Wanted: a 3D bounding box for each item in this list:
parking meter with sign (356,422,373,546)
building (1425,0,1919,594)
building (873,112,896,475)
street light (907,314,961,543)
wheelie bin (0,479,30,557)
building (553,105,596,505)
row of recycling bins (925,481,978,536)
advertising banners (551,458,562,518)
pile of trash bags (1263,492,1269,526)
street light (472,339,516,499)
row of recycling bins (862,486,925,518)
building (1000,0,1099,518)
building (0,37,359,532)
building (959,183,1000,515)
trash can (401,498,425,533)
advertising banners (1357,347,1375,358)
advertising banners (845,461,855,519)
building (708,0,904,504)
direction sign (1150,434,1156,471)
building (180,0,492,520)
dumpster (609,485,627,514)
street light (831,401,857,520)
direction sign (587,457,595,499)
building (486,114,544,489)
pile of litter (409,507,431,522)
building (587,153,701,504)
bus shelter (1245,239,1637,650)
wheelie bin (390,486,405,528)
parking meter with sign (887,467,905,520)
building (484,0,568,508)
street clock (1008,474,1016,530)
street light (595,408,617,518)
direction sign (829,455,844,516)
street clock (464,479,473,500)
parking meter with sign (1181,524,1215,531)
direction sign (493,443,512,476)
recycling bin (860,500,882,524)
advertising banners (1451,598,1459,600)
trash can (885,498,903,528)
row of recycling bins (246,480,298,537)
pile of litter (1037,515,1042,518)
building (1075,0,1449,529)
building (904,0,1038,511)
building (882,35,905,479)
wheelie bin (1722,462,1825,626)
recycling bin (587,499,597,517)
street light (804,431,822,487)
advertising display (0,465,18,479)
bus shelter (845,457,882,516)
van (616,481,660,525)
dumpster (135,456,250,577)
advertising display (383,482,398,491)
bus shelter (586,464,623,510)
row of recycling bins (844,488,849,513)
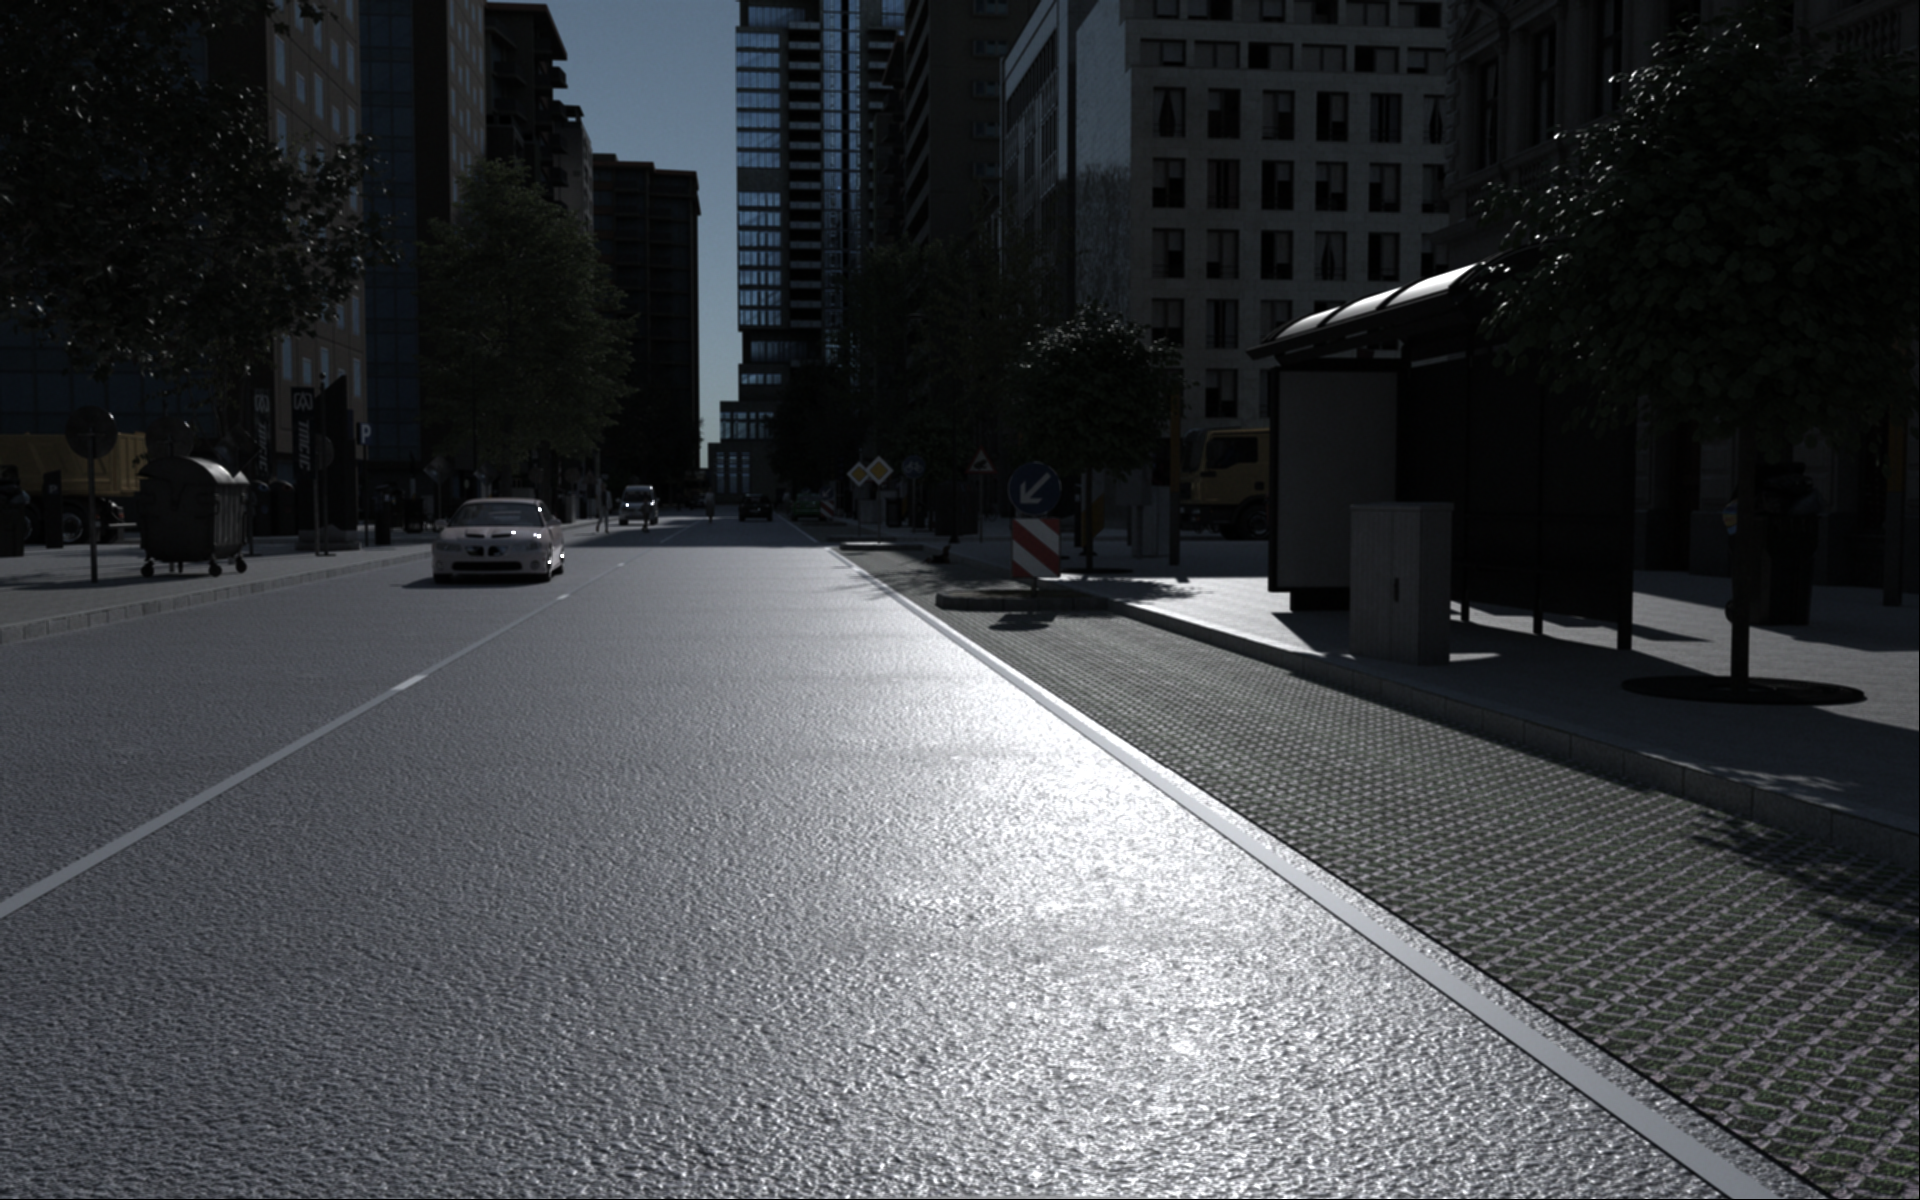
[{"bbox_3d":[-15.323,-2.829,42.509,1.738,3.016,0.543,1,4,14],"label":"parking meter with sign"},{"bbox_3d":[16.265,-12.184,28.095,11.050,23.489,19.941,0,4,-7],"label":"building"},{"bbox_3d":[-2.589,-30.951,189.641,14.154,41.232,14.086,0,4,-7],"label":"building"},{"bbox_3d":[-0.681,-4.428,44.940,1.470,5.913,1.316,0,4,-7],"label":"street light"},{"bbox_3d":[-19.529,-1.685,35.461,0.693,1.594,0.980,3,5,41],"label":"wheelie bin"},{"bbox_3d":[-46.178,-30.594,183.813,14.086,41.232,14.154,0,4,-7],"label":"building"},{"bbox_3d":[-0.135,-2.892,54.403,1.069,1.692,3.534,1,4,11],"label":"row of recycling bins"},{"bbox_3d":[-19.662,-5.389,84.299,0.090,3.025,2.074,-2,4,-27],"label":"advertising banners"},{"bbox_3d":[8.939,-2.058,43.409,3.447,1.369,1.912,-3,4,-36],"label":"pile of trash bags"},{"bbox_3d":[-13.974,-4.850,51.835,1.470,5.913,1.316,0,4,-7],"label":"street light"},{"bbox_3d":[-3.525,-5.290,93.600,3.534,1.692,1.069,-1,4,-13],"label":"row of recycling bins"},{"bbox_3d":[9.347,-16.324,84.923,12.078,24.808,19.932,0,4,-7],"label":"building"},{"bbox_3d":[-30.605,-25.250,62.953,14.600,45.320,14.200,0,4,-7],"label":"building"},{"bbox_3d":[7.339,-17.925,112.162,14.460,24.649,34.723,0,4,-7],"label":"building"},{"bbox_3d":[-17.898,-2.757,56.723,0.748,1.137,0.748,0,3,0],"label":"trash can"},{"bbox_3d":[4.422,-1.470,20.218,0.090,3.025,2.074,2,4,35],"label":"advertising banners"},{"bbox_3d":[-5.780,-5.835,91.594,0.090,3.025,2.074,1,4,10],"label":"advertising banners"},{"bbox_3d":[-17.625,-55.997,228.214,31.000,86.520,22.319,0,4,-7],"label":"building"},{"bbox_3d":[6.358,-4.016,57.664,0.379,3.537,0.876,2,4,25],"label":"direction sign"},{"bbox_3d":[-36.331,-27.707,103.120,14.600,45.320,14.200,0,4,-7],"label":"building"},{"bbox_3d":[-25.017,-7.492,124.995,1.502,2.255,1.985,0,4,-7],"label":"dumpster"},{"bbox_3d":[-5.714,-6.943,86.067,1.470,5.913,1.316,0,4,-7],"label":"street light"},{"bbox_3d":[-22.703,-7.006,106.551,0.379,3.537,0.876,1,4,19],"label":"direction sign"},{"bbox_3d":[-39.521,-22.000,131.406,14.160,30.474,14.107,0,4,-7],"label":"building"},{"bbox_3d":[-24.937,-3.989,79.186,1.719,0.858,1.176,0,4,-2],"label":"pile of litter"},{"bbox_3d":[-48.320,-34.898,225.206,28.867,44.769,22.147,0,4,-7],"label":"building"},{"bbox_3d":[4.484,-1.384,16.546,2.014,3.302,5.546,0,4,-7],"label":"bus shelter"},{"bbox_3d":[-21.541,-3.560,66.118,0.693,1.594,0.980,-2,4,-27],"label":"wheelie bin"},{"bbox_3d":[-3.260,-5.552,87.032,0.543,3.016,1.738,-2,4,-28],"label":"parking meter with sign"},{"bbox_3d":[-46.381,-30.458,152.605,22.147,44.769,28.867,0,4,-7],"label":"building"},{"bbox_3d":[1.895,-3.514,62.019,0.358,2.002,0.471,-1,4,-13],"label":"street clock"},{"bbox_3d":[-18.927,-7.373,93.092,1.470,5.913,1.316,0,4,-7],"label":"street light"},{"bbox_3d":[-7.245,-6.689,101.367,0.876,3.537,0.379,0,4,-2],"label":"direction sign"},{"bbox_3d":[-23.656,-4.823,83.425,0.471,2.002,0.358,3,5,42],"label":"street clock"},{"bbox_3d":[8.103,-3.941,60.696,1.738,3.016,0.543,0,4,1],"label":"parking meter with sign"},{"bbox_3d":[-20.210,-5.173,76.575,0.379,3.537,0.876,3,5,43],"label":"direction sign"},{"bbox_3d":[-3.863,-3.817,74.962,0.722,1.027,0.722,3,4,38],"label":"recycling bin"},{"bbox_3d":[6.127,-1.507,20.828,2.074,3.025,0.090,1,4,14],"label":"advertising banners"},{"bbox_3d":[-2.532,-3.348,66.396,0.748,1.137,0.748,0,3,0],"label":"trash can"},{"bbox_3d":[-21.093,-2.795,52.817,1.069,1.692,3.534,2,4,28],"label":"row of recycling bins"},{"bbox_3d":[2.960,-3.453,70.420,1.176,0.858,1.719,-1,4,-19],"label":"pile of litter"},{"bbox_3d":[13.779,-13.034,67.865,16.860,20.320,10.420,0,4,-7],"label":"building"},{"bbox_3d":[7.044,-31.652,141.211,21.300,48.544,21.600,0,4,-7],"label":"building"},{"bbox_3d":[3.975,-31.322,166.745,22.147,44.769,28.867,0,4,-7],"label":"building"},{"bbox_3d":[8.053,-0.561,17.081,0.980,1.594,0.693,-1,4,-11],"label":"wheelie bin"},{"bbox_3d":[-20.672,-5.161,96.931,0.722,1.027,0.722,-3,5,-44],"label":"recycling bin"},{"bbox_3d":[-10.711,-9.439,126.871,1.470,5.913,1.316,0,4,-7],"label":"street light"},{"bbox_3d":[-21.401,-2.029,38.388,0.974,1.923,0.123,-1,4,-22],"label":"advertising display"},{"bbox_3d":[-5.404,-6.397,98.516,2.014,3.302,5.546,0,4,-7],"label":"bus shelter"},{"bbox_3d":[-15.042,-4.529,81.059,2.013,2.044,4.112,0,4,-7],"label":"van"},{"bbox_3d":[-12.127,-1.324,27.402,1.264,1.857,1.865,0,4,-7],"label":"dumpster"},{"bbox_3d":[-29.965,-5.258,91.182,0.974,1.923,0.123,2,4,32],"label":"advertising display"},{"bbox_3d":[-24.177,-7.583,117.901,2.014,3.302,5.546,0,4,-7],"label":"bus shelter"},{"bbox_3d":[-7.889,-6.852,119.149,1.069,1.692,3.534,1,4,21],"label":"row of recycling bins"}]
